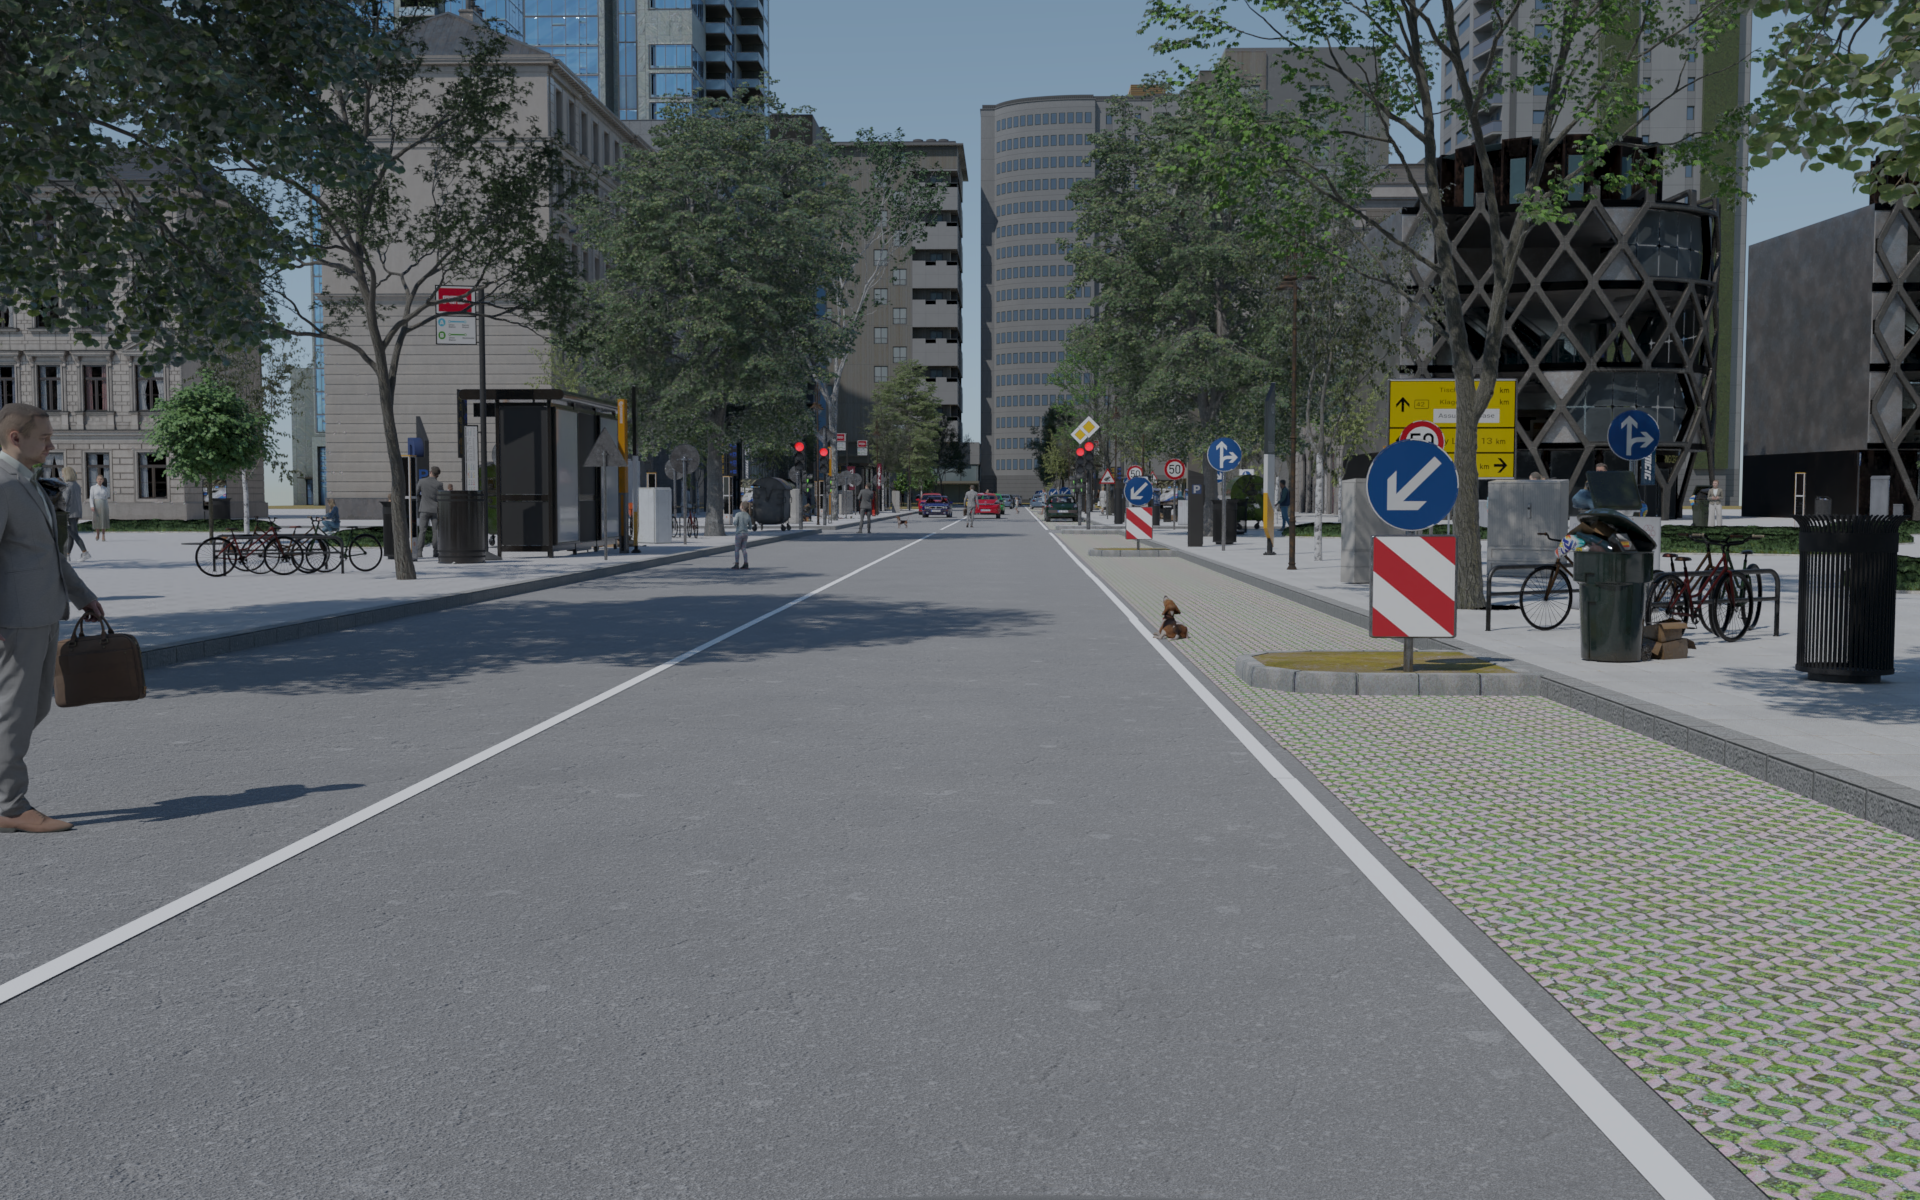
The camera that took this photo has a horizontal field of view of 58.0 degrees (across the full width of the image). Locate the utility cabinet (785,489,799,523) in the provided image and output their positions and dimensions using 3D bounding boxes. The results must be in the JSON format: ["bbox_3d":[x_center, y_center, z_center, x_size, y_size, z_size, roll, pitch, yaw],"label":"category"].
[{"bbox_3d":[-7.223,-4.048,74.863,0.318,1.500,1.173,-2,4,-29],"label":"utility cabinet"}]

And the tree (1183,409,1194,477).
[{"bbox_3d":[18.753,-10.442,121.084,4.360,8.622,3.978,0,3,0],"label":"tree"}]

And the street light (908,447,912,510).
[{"bbox_3d":[-3.980,-10.007,136.394,0.468,5.910,1.993,0,4,2],"label":"street light"}]

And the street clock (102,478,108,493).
[{"bbox_3d":[-37.484,-4.357,75.811,0.358,2.002,0.471,-3,5,-41],"label":"street clock"}]

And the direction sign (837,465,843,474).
[{"bbox_3d":[-8.731,-8.345,128.440,0.876,3.537,0.379,-3,5,-40],"label":"direction sign"}]

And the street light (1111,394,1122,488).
[{"bbox_3d":[7.205,-6.563,80.087,0.468,5.910,1.993,0,4,2],"label":"street light"}]

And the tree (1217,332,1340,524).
[{"bbox_3d":[13.515,-7.573,74.176,4.737,8.622,4.395,0,3,0],"label":"tree"}]

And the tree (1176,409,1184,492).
[{"bbox_3d":[17.607,-11.588,139.830,4.360,8.622,3.978,0,3,0],"label":"tree"}]

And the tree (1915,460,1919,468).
[{"bbox_3d":[22.311,-2.672,38.296,1.663,3.219,1.824,0,3,0],"label":"tree"}]

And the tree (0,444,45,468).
[{"bbox_3d":[-29.957,-3.706,55.189,1.663,3.219,1.824,0,3,0],"label":"tree"}]

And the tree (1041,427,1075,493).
[{"bbox_3d":[10.554,-14.443,186.506,4.737,8.622,4.395,0,3,0],"label":"tree"}]

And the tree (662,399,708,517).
[{"bbox_3d":[-16.070,-9.521,106.038,4.737,8.622,4.395,0,3,0],"label":"tree"}]

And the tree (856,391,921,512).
[{"bbox_3d":[-5.253,-10.599,123.659,4.360,8.622,3.978,0,3,0],"label":"tree"}]

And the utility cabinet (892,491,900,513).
[{"bbox_3d":[-4.389,-6.728,118.689,0.318,1.500,1.173,-1,4,-14],"label":"utility cabinet"}]

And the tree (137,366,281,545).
[{"bbox_3d":[-19.250,-3.700,44.207,4.285,4.588,4.351,0,3,0],"label":"tree"}]

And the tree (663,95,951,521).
[{"bbox_3d":[-7.372,-13.941,83.821,12.611,20.169,13.585,0,3,0],"label":"tree"}]

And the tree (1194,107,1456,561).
[{"bbox_3d":[7.127,-5.060,33.097,4.360,8.622,3.978,0,3,0],"label":"tree"}]

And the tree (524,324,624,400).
[{"bbox_3d":[-16.564,-7.600,74.629,4.737,8.622,4.395,0,3,0],"label":"tree"}]

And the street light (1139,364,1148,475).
[{"bbox_3d":[6.539,-5.440,61.738,0.468,5.910,1.993,0,4,2],"label":"street light"}]

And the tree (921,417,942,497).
[{"bbox_3d":[-3.749,-12.733,158.539,4.360,8.622,3.978,0,3,0],"label":"tree"}]

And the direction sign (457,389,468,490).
[{"bbox_3d":[-10.849,-2.803,37.828,0.379,3.537,0.876,0,4,-4],"label":"direction sign"}]

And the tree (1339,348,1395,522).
[{"bbox_3d":[17.709,-7.903,79.575,4.737,8.622,4.395,0,3,0],"label":"tree"}]

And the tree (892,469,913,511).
[{"bbox_3d":[-4.315,-8.325,130.711,1.663,3.219,1.824,0,3,0],"label":"tree"}]

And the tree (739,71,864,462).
[{"bbox_3d":[-7.597,-8.919,52.477,9.857,13.997,8.962,0,3,0],"label":"tree"}]

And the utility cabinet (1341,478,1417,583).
[{"bbox_3d":[6.039,-0.997,24.975,1.173,1.500,0.318,-2,4,-29],"label":"utility cabinet"}]

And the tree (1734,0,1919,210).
[{"bbox_3d":[5.419,-5.393,6.295,7.486,12.596,7.792,0,3,0],"label":"tree"}]

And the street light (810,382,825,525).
[{"bbox_3d":[-5.888,-6.054,71.777,0.468,5.910,1.993,0,4,2],"label":"street light"}]

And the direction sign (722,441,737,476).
[{"bbox_3d":[-9.900,-4.986,73.521,0.876,3.537,0.379,-1,4,-15],"label":"direction sign"}]

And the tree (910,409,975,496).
[{"bbox_3d":[-2.497,-15.557,188.763,7.601,10.594,8.767,2,4,26],"label":"tree"}]

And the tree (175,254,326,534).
[{"bbox_3d":[-21.222,-6.183,51.457,4.360,8.622,3.978,0,3,0],"label":"tree"}]

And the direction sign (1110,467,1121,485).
[{"bbox_3d":[12.838,-9.218,142.709,0.876,3.537,0.379,1,4,9],"label":"direction sign"}]

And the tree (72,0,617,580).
[{"bbox_3d":[-8.636,-5.589,25.786,7.601,10.594,8.767,1,4,16],"label":"tree"}]

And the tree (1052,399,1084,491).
[{"bbox_3d":[8.746,-10.212,117.330,4.360,8.622,3.978,0,3,0],"label":"tree"}]

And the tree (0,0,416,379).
[{"bbox_3d":[-8.395,-6.491,12.789,9.857,13.997,8.962,0,3,0],"label":"tree"}]

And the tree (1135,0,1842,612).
[{"bbox_3d":[5.786,-5.716,19.207,9.928,11.665,9.643,0,3,0],"label":"tree"}]

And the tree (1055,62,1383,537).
[{"bbox_3d":[7.649,-8.881,51.853,9.857,13.997,8.962,0,3,0],"label":"tree"}]

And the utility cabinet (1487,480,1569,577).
[{"bbox_3d":[8.728,-1.100,26.666,1.173,1.500,0.318,3,5,44],"label":"utility cabinet"}]

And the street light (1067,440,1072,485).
[{"bbox_3d":[9.127,-10.525,144.865,0.468,5.910,1.993,0,4,2],"label":"street light"}]

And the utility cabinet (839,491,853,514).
[{"bbox_3d":[-7.089,-6.062,107.789,0.318,1.500,1.173,2,4,29],"label":"utility cabinet"}]

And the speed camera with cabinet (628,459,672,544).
[{"bbox_3d":[-8.369,-3.118,45.311,2.038,3.252,0.660,3,5,44],"label":"speed camera with cabinet"}]

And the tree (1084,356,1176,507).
[{"bbox_3d":[8.268,-8.156,83.720,4.360,8.622,3.978,0,3,0],"label":"tree"}]

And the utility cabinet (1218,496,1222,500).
[{"bbox_3d":[10.611,-3.719,71.960,1.020,1.237,0.306,1,4,15],"label":"utility cabinet"}]

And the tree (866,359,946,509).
[{"bbox_3d":[-4.580,-13.914,145.619,7.486,12.596,7.792,0,3,0],"label":"tree"}]

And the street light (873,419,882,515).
[{"bbox_3d":[-4.980,-8.030,104.073,0.468,5.910,1.993,0,4,2],"label":"street light"}]

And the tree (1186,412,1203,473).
[{"bbox_3d":[13.576,-8.232,84.955,4.737,8.622,4.395,0,3,0],"label":"tree"}]

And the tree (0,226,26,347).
[{"bbox_3d":[-17.280,-4.728,27.664,4.737,8.622,4.395,0,3,0],"label":"tree"}]

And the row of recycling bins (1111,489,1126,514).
[{"bbox_3d":[10.541,-6.641,115.691,1.069,1.692,3.534,0,4,8],"label":"row of recycling bins"}]

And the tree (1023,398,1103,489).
[{"bbox_3d":[12.325,-17.727,206.843,9.611,12.733,9.660,0,3,0],"label":"tree"}]

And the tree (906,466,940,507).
[{"bbox_3d":[-3.733,-11.665,174.432,4.285,4.588,4.351,0,3,0],"label":"tree"}]

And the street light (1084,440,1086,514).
[{"bbox_3d":[8.178,-8.551,112.592,0.468,5.910,1.993,0,4,2],"label":"street light"}]

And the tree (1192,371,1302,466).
[{"bbox_3d":[18.669,-10.875,112.225,7.601,10.594,8.767,0,4,2],"label":"tree"}]

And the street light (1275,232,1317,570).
[{"bbox_3d":[5.629,-3.450,29.193,0.468,5.910,1.993,0,4,2],"label":"street light"}]

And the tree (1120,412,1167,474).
[{"bbox_3d":[13.255,-10.660,124.647,4.737,8.622,4.395,0,3,0],"label":"tree"}]
